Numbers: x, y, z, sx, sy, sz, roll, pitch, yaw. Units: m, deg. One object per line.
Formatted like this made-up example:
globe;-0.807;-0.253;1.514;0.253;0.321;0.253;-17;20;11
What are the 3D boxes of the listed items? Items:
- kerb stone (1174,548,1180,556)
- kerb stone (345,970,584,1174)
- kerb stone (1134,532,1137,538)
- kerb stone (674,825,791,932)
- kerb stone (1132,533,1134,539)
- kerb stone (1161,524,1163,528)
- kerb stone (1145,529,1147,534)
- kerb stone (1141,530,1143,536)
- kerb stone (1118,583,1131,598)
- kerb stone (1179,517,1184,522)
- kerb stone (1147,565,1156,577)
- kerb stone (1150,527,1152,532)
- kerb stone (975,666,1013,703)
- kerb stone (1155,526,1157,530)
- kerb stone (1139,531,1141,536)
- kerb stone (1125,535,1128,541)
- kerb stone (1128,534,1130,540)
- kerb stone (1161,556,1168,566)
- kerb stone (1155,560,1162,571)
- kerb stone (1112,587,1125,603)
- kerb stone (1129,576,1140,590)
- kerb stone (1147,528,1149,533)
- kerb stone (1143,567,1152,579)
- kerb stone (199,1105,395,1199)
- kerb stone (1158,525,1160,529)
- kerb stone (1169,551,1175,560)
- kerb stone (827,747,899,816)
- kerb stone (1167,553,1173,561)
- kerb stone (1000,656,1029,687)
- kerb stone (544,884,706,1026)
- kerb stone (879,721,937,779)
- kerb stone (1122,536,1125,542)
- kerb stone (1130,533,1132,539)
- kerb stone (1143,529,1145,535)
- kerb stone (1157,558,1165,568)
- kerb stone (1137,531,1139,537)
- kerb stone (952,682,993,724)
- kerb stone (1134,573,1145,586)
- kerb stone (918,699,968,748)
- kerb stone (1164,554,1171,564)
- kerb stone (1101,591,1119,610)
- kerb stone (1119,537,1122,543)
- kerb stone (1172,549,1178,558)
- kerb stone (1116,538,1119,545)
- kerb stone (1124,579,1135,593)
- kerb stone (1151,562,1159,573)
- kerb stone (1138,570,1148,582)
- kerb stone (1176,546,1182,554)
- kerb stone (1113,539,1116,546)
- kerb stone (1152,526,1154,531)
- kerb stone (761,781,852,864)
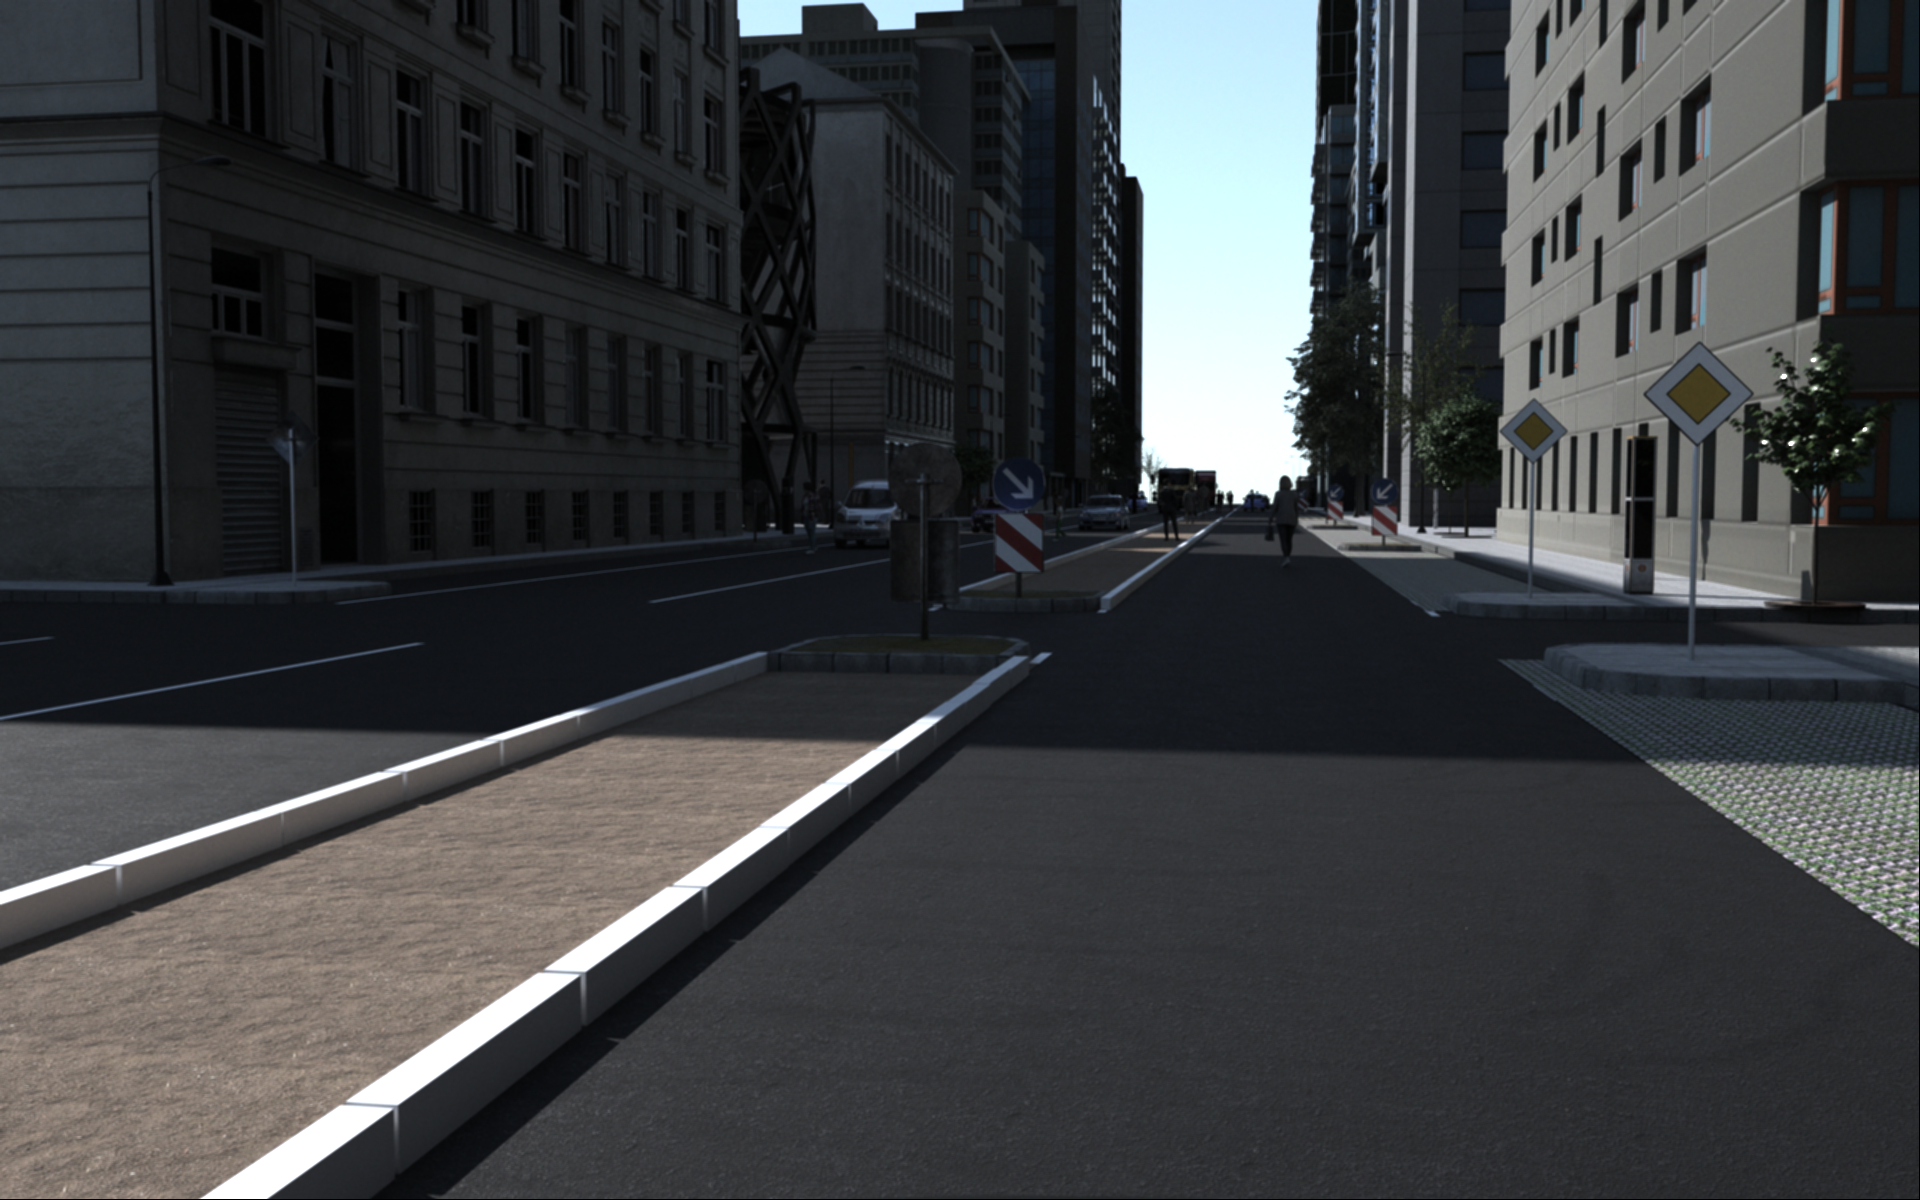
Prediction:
kerb stone;4.811;-1.029;39.015;0.120;0.150;1.000;1;4;10
kerb stone;-1.156;1.105;4.145;0.120;0.150;1.000;1;4;10
kerb stone;5.498;-2.040;55.546;0.120;0.150;1.000;1;4;10
kerb stone;-0.801;0.980;6.167;0.120;0.150;1.000;1;4;10
kerb stone;5.310;-1.978;54.537;0.120;0.150;1.000;1;4;10
kerb stone;8.090;-2.967;70.713;0.120;0.150;1.000;1;4;10
kerb stone;6.365;-2.350;60.621;0.120;0.150;1.000;1;4;10
kerb stone;6.024;-2.227;58.606;0.120;0.150;1.000;1;4;10
kerb stone;2.222;-0.102;23.867;0.120;0.150;1.000;1;4;10
kerb stone;11.889;-4.328;92.952;0.120;0.150;1.000;1;4;10
kerb stone;3.255;-0.472;29.919;0.120;0.150;1.000;1;4;10
kerb stone;6.882;-2.535;63.646;0.120;0.150;1.000;1;4;10
kerb stone;0.224;0.610;12.220;0.120;0.150;1.000;1;4;10
kerb stone;7.392;-2.718;66.677;0.120;0.150;1.000;1;4;10
kerb stone;5.847;-2.164;57.575;0.120;0.150;1.000;1;4;10
kerb stone;4.809;-1.786;51.496;0.120;0.150;1.000;1;4;10
kerb stone;4.984;-1.854;52.504;0.120;0.150;1.000;1;4;10
kerb stone;3.933;-0.720;33.959;0.120;0.150;1.000;1;4;10
kerb stone;3.598;-0.596;31.938;0.120;0.150;1.000;1;4;10
kerb stone;2.050;-0.040;22.857;0.120;0.150;1.000;1;4;10
kerb stone;2.562;-0.226;25.888;0.120;0.150;1.000;1;4;10
kerb stone;6.540;-2.403;61.629;0.120;0.150;1.000;1;4;10
kerb stone;3.076;-0.409;28.912;0.120;0.150;1.000;1;4;10
kerb stone;-1.325;1.166;3.137;0.120;0.150;1.000;1;4;10
kerb stone;7.741;-2.844;68.691;0.120;0.150;1.000;1;4;10
kerb stone;4.463;-0.906;37.001;0.120;0.150;1.000;1;4;10
kerb stone;-0.460;0.857;8.183;0.120;0.150;1.000;1;4;10
kerb stone;4.288;-0.841;35.991;0.120;0.150;1.000;1;4;10
kerb stone;0.404;0.550;13.231;0.120;0.150;1.000;1;4;10
kerb stone;-0.980;1.043;5.160;0.120;0.150;1.000;1;4;10
kerb stone;-0.283;0.795;9.191;0.120;0.150;1.000;1;4;10
kerb stone;4.637;-1.730;50.489;0.120;0.150;1.000;1;4;10
kerb stone;5.154;-1.916;53.516;0.120;0.150;1.000;1;4;10
kerb stone;6.197;-2.289;59.613;0.120;0.150;1.000;1;4;10
kerb stone;3.768;-0.658;32.951;0.120;0.150;1.000;1;4;10
kerb stone;5.667;-2.101;56.559;0.120;0.150;1.000;1;4;10
kerb stone;0.064;0.674;11.211;0.120;0.150;1.000;1;4;10
kerb stone;2.734;-0.287;26.895;0.120;0.150;1.000;1;4;10
kerb stone;-0.112;0.733;10.203;0.120;0.150;1.000;1;4;10
kerb stone;4.115;-0.782;34.974;0.120;0.150;1.000;1;4;10
kerb stone;1.876;0.023;21.839;0.120;0.150;1.000;1;4;10
kerb stone;4.466;-1.669;49.481;0.120;0.150;1.000;1;4;10
kerb stone;4.637;-0.964;38.008;0.120;0.150;1.000;1;4;10
kerb stone;4.291;-1.607;48.470;0.120;0.150;1.000;1;4;10
kerb stone;2.383;-0.159;24.876;0.120;0.150;1.000;1;4;10
kerb stone;3.424;-0.534;30.931;0.120;0.150;1.000;1;4;10
kerb stone;2.903;-0.349;27.903;0.120;0.150;1.000;1;4;10
kerb stone;4.983;-1.091;40.029;0.120;0.150;1.000;1;4;10
kerb stone;4.115;-1.543;47.452;0.120;0.150;1.000;1;4;10
kerb stone;7.054;-2.597;64.660;0.120;0.150;1.000;1;4;10
kerb stone;-0.634;0.919;7.175;0.120;0.150;1.000;1;4;10
